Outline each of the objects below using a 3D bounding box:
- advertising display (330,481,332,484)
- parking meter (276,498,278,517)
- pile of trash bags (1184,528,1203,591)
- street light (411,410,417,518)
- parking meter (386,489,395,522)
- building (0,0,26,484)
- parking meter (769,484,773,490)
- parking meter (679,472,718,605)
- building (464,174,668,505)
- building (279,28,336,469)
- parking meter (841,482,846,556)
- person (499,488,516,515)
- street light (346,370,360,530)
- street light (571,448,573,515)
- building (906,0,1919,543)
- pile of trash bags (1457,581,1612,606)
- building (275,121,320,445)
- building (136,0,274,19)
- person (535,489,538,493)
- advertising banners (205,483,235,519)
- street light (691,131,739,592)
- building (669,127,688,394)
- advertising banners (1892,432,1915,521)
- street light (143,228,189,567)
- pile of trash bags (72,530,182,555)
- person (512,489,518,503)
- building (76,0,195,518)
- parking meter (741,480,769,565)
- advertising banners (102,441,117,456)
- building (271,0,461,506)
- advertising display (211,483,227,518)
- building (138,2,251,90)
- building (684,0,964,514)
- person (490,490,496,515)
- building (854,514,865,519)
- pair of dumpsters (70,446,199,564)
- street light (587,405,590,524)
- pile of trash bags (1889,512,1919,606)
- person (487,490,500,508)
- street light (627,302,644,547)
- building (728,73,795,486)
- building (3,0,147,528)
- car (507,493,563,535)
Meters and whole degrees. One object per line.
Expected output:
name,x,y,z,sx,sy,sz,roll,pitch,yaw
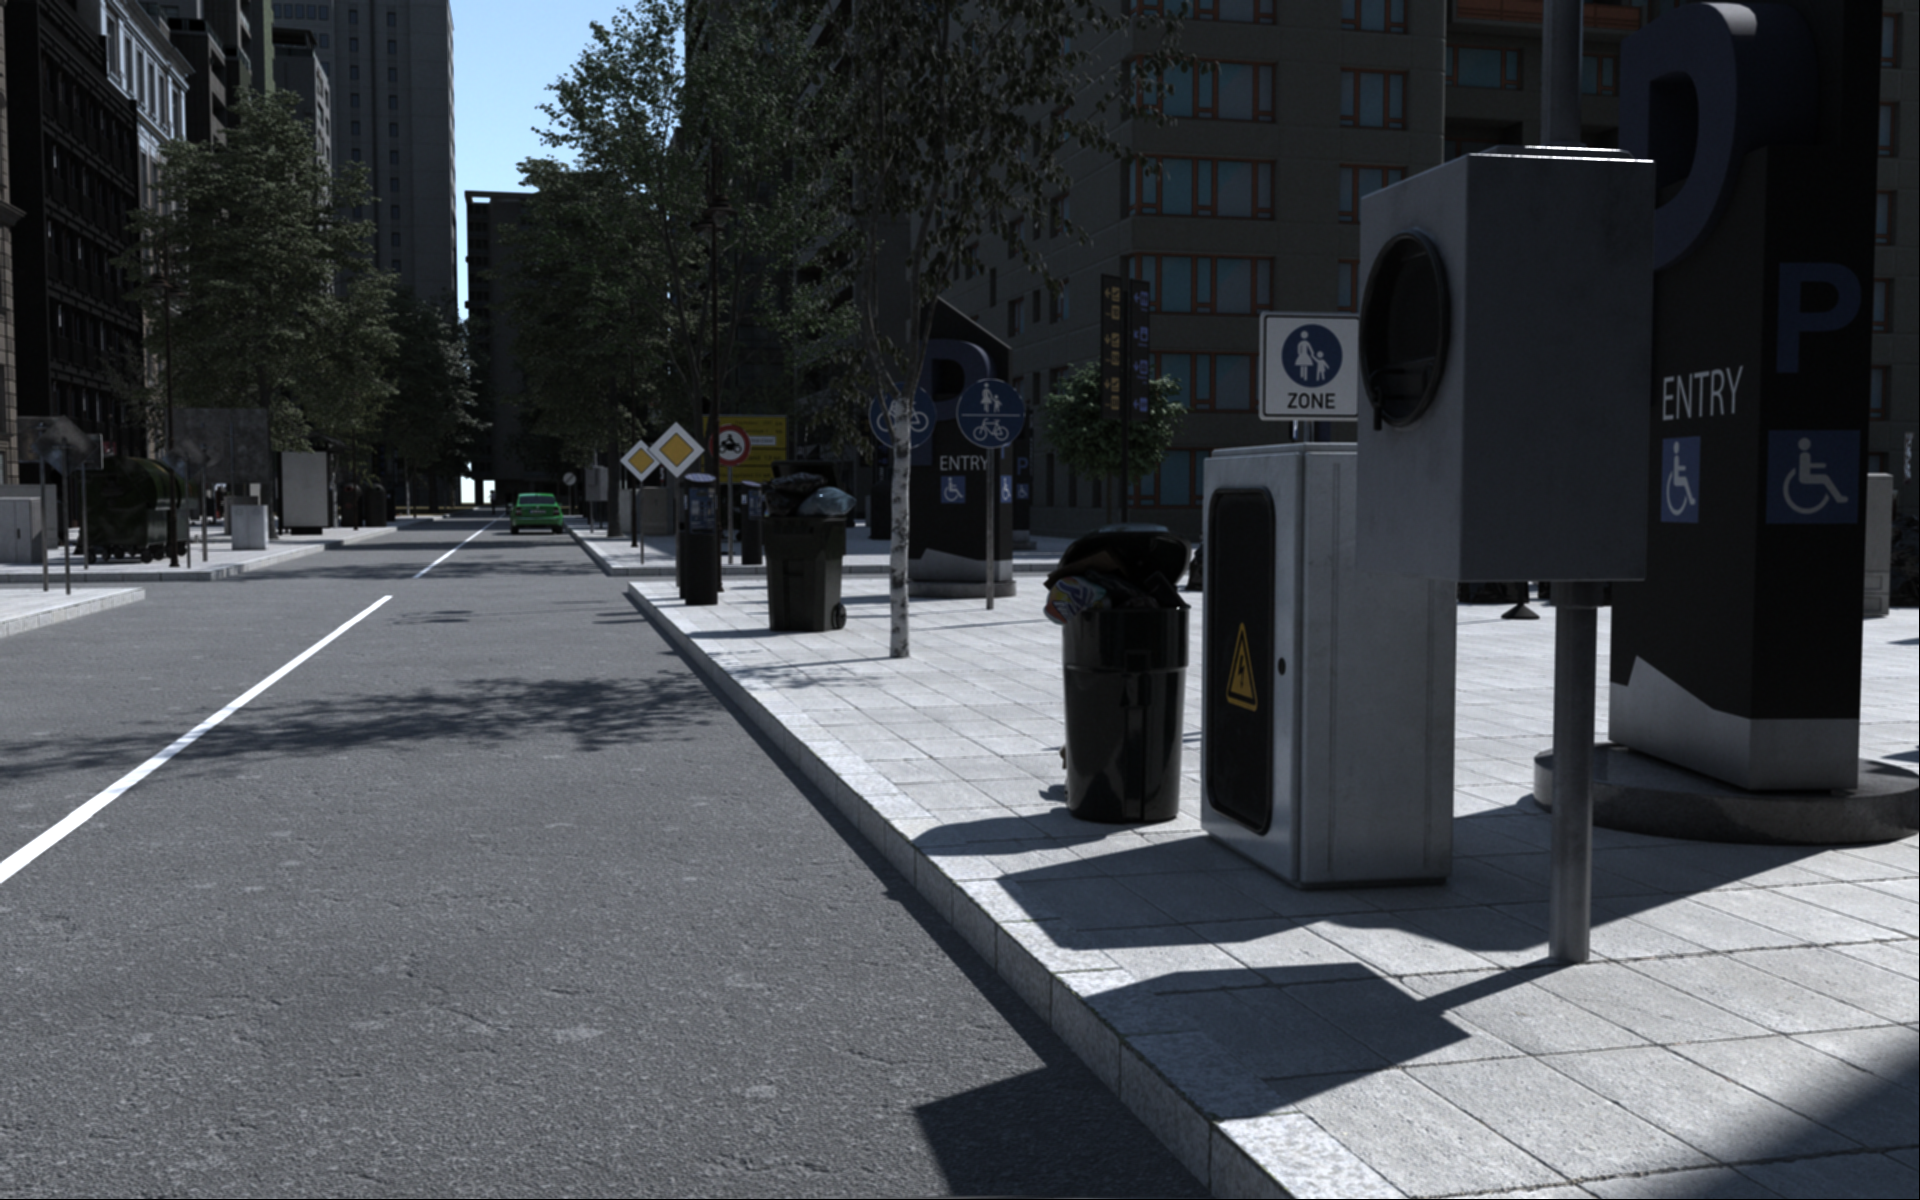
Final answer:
advertising display,-29.660,-4.685,81.820,0.123,1.923,0.974,-2,4,-28
parking meter,-38.038,-5.410,96.866,0.372,1.533,0.369,0,3,0
pile of trash bags,4.352,-0.887,24.256,1.912,1.369,3.447,1,4,21
street light,-29.420,-7.371,93.303,0.468,5.910,1.993,-1,4,-14
parking meter,-26.591,-4.432,80.867,0.372,1.533,0.369,0,3,0
building,-35.752,-15.298,47.388,12.463,27.353,25.104,-1,4,-14
parking meter,-4.891,-2.154,43.637,0.372,1.533,0.369,0,3,0
parking meter,-3.003,-0.713,20.072,0.372,1.533,0.369,0,3,0
building,-47.857,-31.801,211.820,23.993,40.220,32.217,-1,4,-14
building,-63.442,-28.773,154.040,14.086,41.232,14.154,-1,4,-14
parking meter,-2.571,-1.701,36.216,0.372,1.533,0.369,0,3,0
person,-31.294,-6.818,119.983,1.348,1.822,0.705,1,4,17
street light,-21.567,-5.435,61.642,0.468,5.910,1.993,-1,4,-14
street light,-23.391,-8.042,104.279,0.468,5.910,1.993,-1,4,-14
building,15.127,-13.206,60.952,28.899,21.520,27.650,-1,4,-14
pile of trash bags,7.547,-0.666,20.650,3.447,1.369,1.912,1,4,20
building,-57.593,-22.088,132.844,14.160,30.474,14.107,-1,4,-14
building,-54.988,-26.588,118.307,14.154,41.232,14.086,-1,4,-14
person,-32.572,-7.624,133.153,1.348,1.824,0.705,-3,5,-40
advertising banners,-38.324,-5.694,89.282,2.074,3.025,0.090,1,4,12
street light,-3.184,-3.044,22.551,0.468,5.910,1.993,-1,4,-14
building,-27.282,-34.121,207.983,14.200,45.320,14.600,-1,4,-14
advertising banners,26.080,-3.193,48.390,2.074,3.025,0.090,-2,4,-34
street light,-13.845,-3.521,30.349,0.468,5.910,1.993,-1,4,-14
pile of trash bags,-18.038,-1.741,38.219,1.912,1.369,3.447,0,4,-4
person,-36.395,-8.167,142.054,0.705,1.821,1.348,1,4,22
building,-46.060,-18.258,84.424,13.634,28.700,20.117,-1,4,-14
parking meter,-3.781,-1.409,31.447,0.372,1.533,0.369,0,3,0
advertising banners,-27.768,-3.781,58.014,0.090,3.025,2.074,2,4,26
building,-72.698,-40.223,199.637,28.212,58.520,21.231,-1,4,-14
advertising display,-40.352,-5.454,94.381,0.123,1.923,0.974,2,4,27
building,-51.214,-20.383,104.966,14.160,30.474,14.107,-1,4,-14
building,-10.662,-31.656,141.273,21.300,48.544,21.600,-1,4,-14
person,-32.812,-6.854,121.493,0.436,1.711,0.756,1,4,19
building,2.574,-29.088,99.283,21.300,48.544,21.600,-1,4,-14
pair of dumpsters,-16.030,-1.911,33.733,1.574,2.255,4.437,-1,4,-14
street light,-15.659,-6.130,73.014,0.468,5.910,1.993,-1,4,-14
pile of trash bags,12.138,-0.620,19.895,3.447,1.369,1.912,2,4,28
person,-47.816,-10.344,177.620,1.348,1.824,0.705,-2,4,-33
street light,-7.883,-4.219,41.768,0.468,5.910,1.993,-1,4,-14
building,-9.681,-21.530,123.713,14.160,30.474,14.107,-1,4,-14
building,-40.290,-14.544,67.464,12.332,23.373,15.834,-1,4,-14
car,-15.410,-3.308,62.883,1.959,1.807,4.718,-1,4,-16
